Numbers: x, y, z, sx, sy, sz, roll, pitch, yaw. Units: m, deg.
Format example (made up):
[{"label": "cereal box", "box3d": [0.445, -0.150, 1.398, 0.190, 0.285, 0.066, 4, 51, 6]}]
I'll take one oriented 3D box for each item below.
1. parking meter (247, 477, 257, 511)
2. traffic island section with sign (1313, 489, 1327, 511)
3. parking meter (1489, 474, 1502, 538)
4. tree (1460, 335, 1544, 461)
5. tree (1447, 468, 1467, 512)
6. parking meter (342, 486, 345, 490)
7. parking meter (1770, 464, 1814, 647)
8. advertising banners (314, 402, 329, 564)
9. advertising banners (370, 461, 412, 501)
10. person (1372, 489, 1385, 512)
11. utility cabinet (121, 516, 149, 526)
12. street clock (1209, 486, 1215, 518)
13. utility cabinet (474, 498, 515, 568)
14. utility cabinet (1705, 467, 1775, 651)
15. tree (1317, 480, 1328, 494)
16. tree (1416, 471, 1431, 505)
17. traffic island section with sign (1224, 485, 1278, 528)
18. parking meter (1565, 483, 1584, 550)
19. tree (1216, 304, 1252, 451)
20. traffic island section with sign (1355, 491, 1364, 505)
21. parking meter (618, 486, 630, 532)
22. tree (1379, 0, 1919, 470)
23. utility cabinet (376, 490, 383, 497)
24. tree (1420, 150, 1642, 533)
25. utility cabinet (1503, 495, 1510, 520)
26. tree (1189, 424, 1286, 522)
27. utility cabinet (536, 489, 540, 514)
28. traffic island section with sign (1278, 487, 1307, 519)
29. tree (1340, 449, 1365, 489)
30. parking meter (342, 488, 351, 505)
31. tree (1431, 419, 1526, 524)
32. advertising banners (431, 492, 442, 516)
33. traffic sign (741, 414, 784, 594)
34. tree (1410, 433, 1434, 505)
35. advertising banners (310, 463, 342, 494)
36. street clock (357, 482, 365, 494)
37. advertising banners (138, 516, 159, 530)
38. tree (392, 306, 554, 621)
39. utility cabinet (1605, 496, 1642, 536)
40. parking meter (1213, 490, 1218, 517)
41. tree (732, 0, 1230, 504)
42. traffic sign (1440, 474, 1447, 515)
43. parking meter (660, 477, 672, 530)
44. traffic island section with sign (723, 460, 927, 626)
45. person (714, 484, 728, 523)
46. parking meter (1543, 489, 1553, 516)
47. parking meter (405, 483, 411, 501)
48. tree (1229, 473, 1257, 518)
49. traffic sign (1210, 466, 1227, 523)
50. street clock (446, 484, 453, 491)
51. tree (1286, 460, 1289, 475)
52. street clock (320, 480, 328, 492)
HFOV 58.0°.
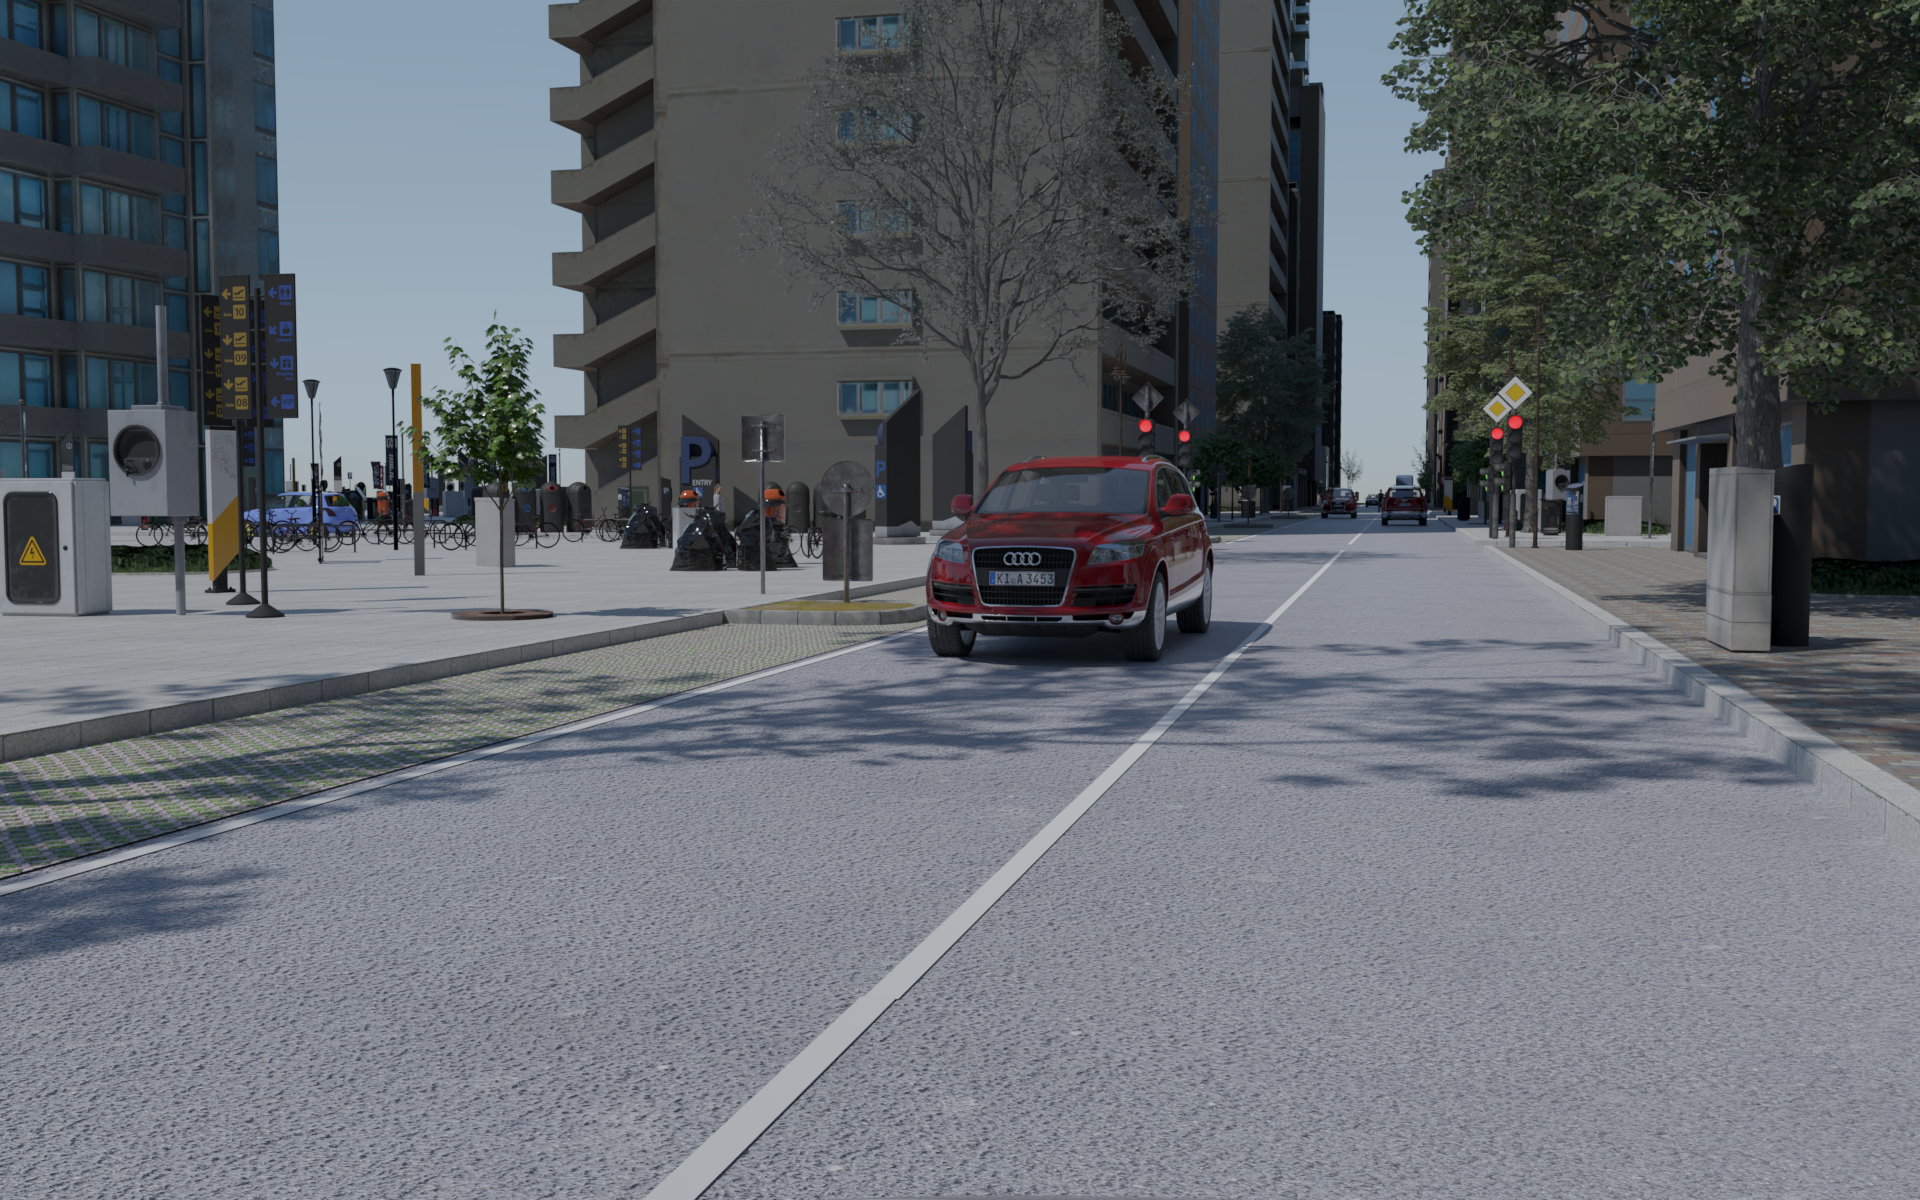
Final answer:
[{"label": "parking meter", "box3d": [-24.662, -3.343, 60.364, 0.255, 1.863, 0.399, -1, 4, -16]}, {"label": "traffic island section with sign", "box3d": [31.084, -8.477, 147.227, 1.989, 1.847, 2.006, 1, 4, 14]}, {"label": "parking meter", "box3d": [15.537, -2.731, 50.371, 0.255, 1.863, 0.399, 1, 4, 15]}, {"label": "tree", "box3d": [25.231, -8.004, 81.233, 4.737, 8.622, 4.395, 0, 3, 0]}, {"label": "tree", "box3d": [35.034, -7.858, 123.078, 1.663, 3.219, 1.824, 0, 3, 0]}, {"label": "parking meter", "box3d": [-45.988, -7.536, 128.932, 0.399, 1.863, 0.255, -3, 4, -36]}, {"label": "parking meter", "box3d": [7.010, -0.383, 14.679, 0.372, 1.533, 0.369, 0, 3, 0]}, {"label": "advertising banners", "box3d": [-12.042, -2.227, 32.605, 0.090, 3.025, 2.074, -1, 4, -18]}, {"label": "advertising banners", "box3d": [-30.408, -5.897, 92.601, 2.074, 3.025, 0.090, -1, 4, -21]}, {"label": "person", "box3d": [32.756, -7.726, 134.839, 1.348, 1.822, 0.705, 1, 4, 16]}, {"label": "utility cabinet", "box3d": [-33.067, -3.564, 69.436, 1.020, 1.237, 0.306, 0, 4, 6]}, {"label": "street clock", "box3d": [13.276, -5.294, 91.132, 0.471, 2.002, 0.358, 3, 4, 38]}, {"label": "utility cabinet", "box3d": [-8.206, -1.189, 30.596, 0.306, 1.237, 1.020, -3, 5, -40]}, {"label": "utility cabinet", "box3d": [6.516, -0.354, 14.465, 0.318, 1.500, 1.173, 1, 4, 14]}, {"label": "tree", "box3d": [41.348, -12.563, 200.008, 1.663, 3.219, 1.824, 0, 3, 0]}, {"label": "tree", "box3d": [57.054, -13.875, 210.571, 4.285, 4.588, 4.351, 0, 3, 0]}, {"label": "traffic island section with sign", "box3d": [12.270, -3.963, 73.420, 1.989, 1.847, 2.006, 1, 4, 14]}, {"label": "parking meter", "box3d": [14.036, -1.905, 39.553, 0.372, 1.533, 0.369, 0, 3, 0]}, {"label": "tree", "box3d": [20.199, -12.719, 114.610, 9.857, 13.997, 8.962, 0, 3, 0]}, {"label": "traffic island section with sign", "box3d": [58.402, -15.037, 254.489, 1.989, 1.847, 2.006, 1, 4, 14]}, {"label": "parking meter", "box3d": [-10.861, -2.911, 56.009, 0.372, 1.533, 0.369, 0, 3, 0]}, {"label": "tree", "box3d": [8.987, -6.873, 19.023, 9.857, 13.997, 8.962, 0, 3, 0]}, {"label": "utility cabinet", "box3d": [-33.311, -5.549, 99.403, 0.318, 1.500, 1.173, -1, 4, -22]}, {"label": "tree", "box3d": [19.081, -8.528, 57.568, 7.486, 12.596, 7.792, 0, 3, 0]}, {"label": "utility cabinet", "box3d": [26.747, -4.480, 84.404, 0.306, 1.237, 1.020, 0, 4, 3]}, {"label": "tree", "box3d": [12.120, -5.952, 81.036, 4.285, 4.588, 4.351, 0, 3, 0]}, {"label": "utility cabinet", "box3d": [-18.798, -4.247, 78.114, 1.173, 1.500, 0.318, 0, 4, 7]}, {"label": "traffic island section with sign", "box3d": [18.973, -5.569, 99.689, 1.989, 1.847, 2.006, 1, 4, 14]}, {"label": "tree", "box3d": [62.919, -20.103, 279.046, 4.360, 8.622, 3.978, 0, 3, 0]}, {"label": "parking meter", "box3d": [-27.478, -4.228, 77.542, 0.372, 1.533, 0.369, 0, 3, 0]}, {"label": "tree", "box3d": [22.506, -5.509, 73.788, 4.285, 4.588, 4.351, 0, 3, 0]}, {"label": "advertising banners", "box3d": [-30.252, -6.340, 99.845, 2.074, 3.025, 0.090, -3, 5, -41]}, {"label": "traffic sign", "box3d": [-2.521, -1.223, 22.126, 0.606, 2.300, 0.079, 1, 4, 20]}, {"label": "tree", "box3d": [55.017, -15.430, 202.640, 4.360, 8.622, 3.978, 0, 3, 0]}, {"label": "advertising banners", "box3d": [-35.750, -6.228, 98.014, 0.090, 3.025, 2.074, 3, 5, 45]}, {"label": "street clock", "box3d": [-35.149, -5.940, 101.690, 0.471, 2.002, 0.358, -1, 4, -21]}, {"label": "advertising banners", "box3d": [-28.949, -3.991, 61.439, 0.090, 3.025, 2.074, 0, 4, -1]}, {"label": "tree", "box3d": [-4.743, -1.434, 18.049, 1.663, 3.219, 1.824, 0, 3, 0]}, {"label": "utility cabinet", "box3d": [20.188, -2.541, 52.709, 1.020, 1.237, 0.306, 1, 4, 9]}, {"label": "parking meter", "box3d": [13.664, -5.119, 92.108, 0.372, 1.533, 0.369, 0, 3, 0]}, {"label": "tree", "box3d": [0.502, -7.695, 36.176, 12.009, 13.543, 11.850, 0, 3, 0]}, {"label": "traffic sign", "box3d": [30.305, -6.597, 107.970, 0.768, 2.556, 0.104, 1, 4, 16]}, {"label": "parking meter", "box3d": [-9.962, -3.243, 58.734, 0.399, 1.863, 0.255, -1, 4, -16]}, {"label": "traffic island section with sign", "box3d": [-1.416, -0.678, 19.715, 1.989, 1.847, 2.006, 1, 4, 14]}, {"label": "person", "box3d": [-7.086, -2.532, 50.655, 0.466, 1.731, 0.760, 3, 5, 39]}, {"label": "parking meter", "box3d": [23.643, -3.745, 69.634, 0.372, 1.533, 0.369, 0, 3, 0]}, {"label": "parking meter", "box3d": [-29.061, -5.213, 90.951, 0.399, 1.863, 0.255, -2, 4, -25]}, {"label": "tree", "box3d": [15.525, -6.138, 94.959, 1.663, 3.219, 1.824, 0, 3, 0]}, {"label": "traffic sign", "box3d": [11.549, -4.727, 77.387, 0.768, 2.556, 0.104, 1, 4, 20]}, {"label": "street clock", "box3d": [-37.320, -7.471, 126.726, 0.358, 2.002, 0.471, 3, 5, 43]}, {"label": "tree", "box3d": [18.313, -7.449, 105.497, 4.285, 4.588, 4.351, 0, 3, 0]}, {"label": "street clock", "box3d": [-32.436, -5.125, 88.362, 0.358, 2.002, 0.471, 0, 4, 4]}]
